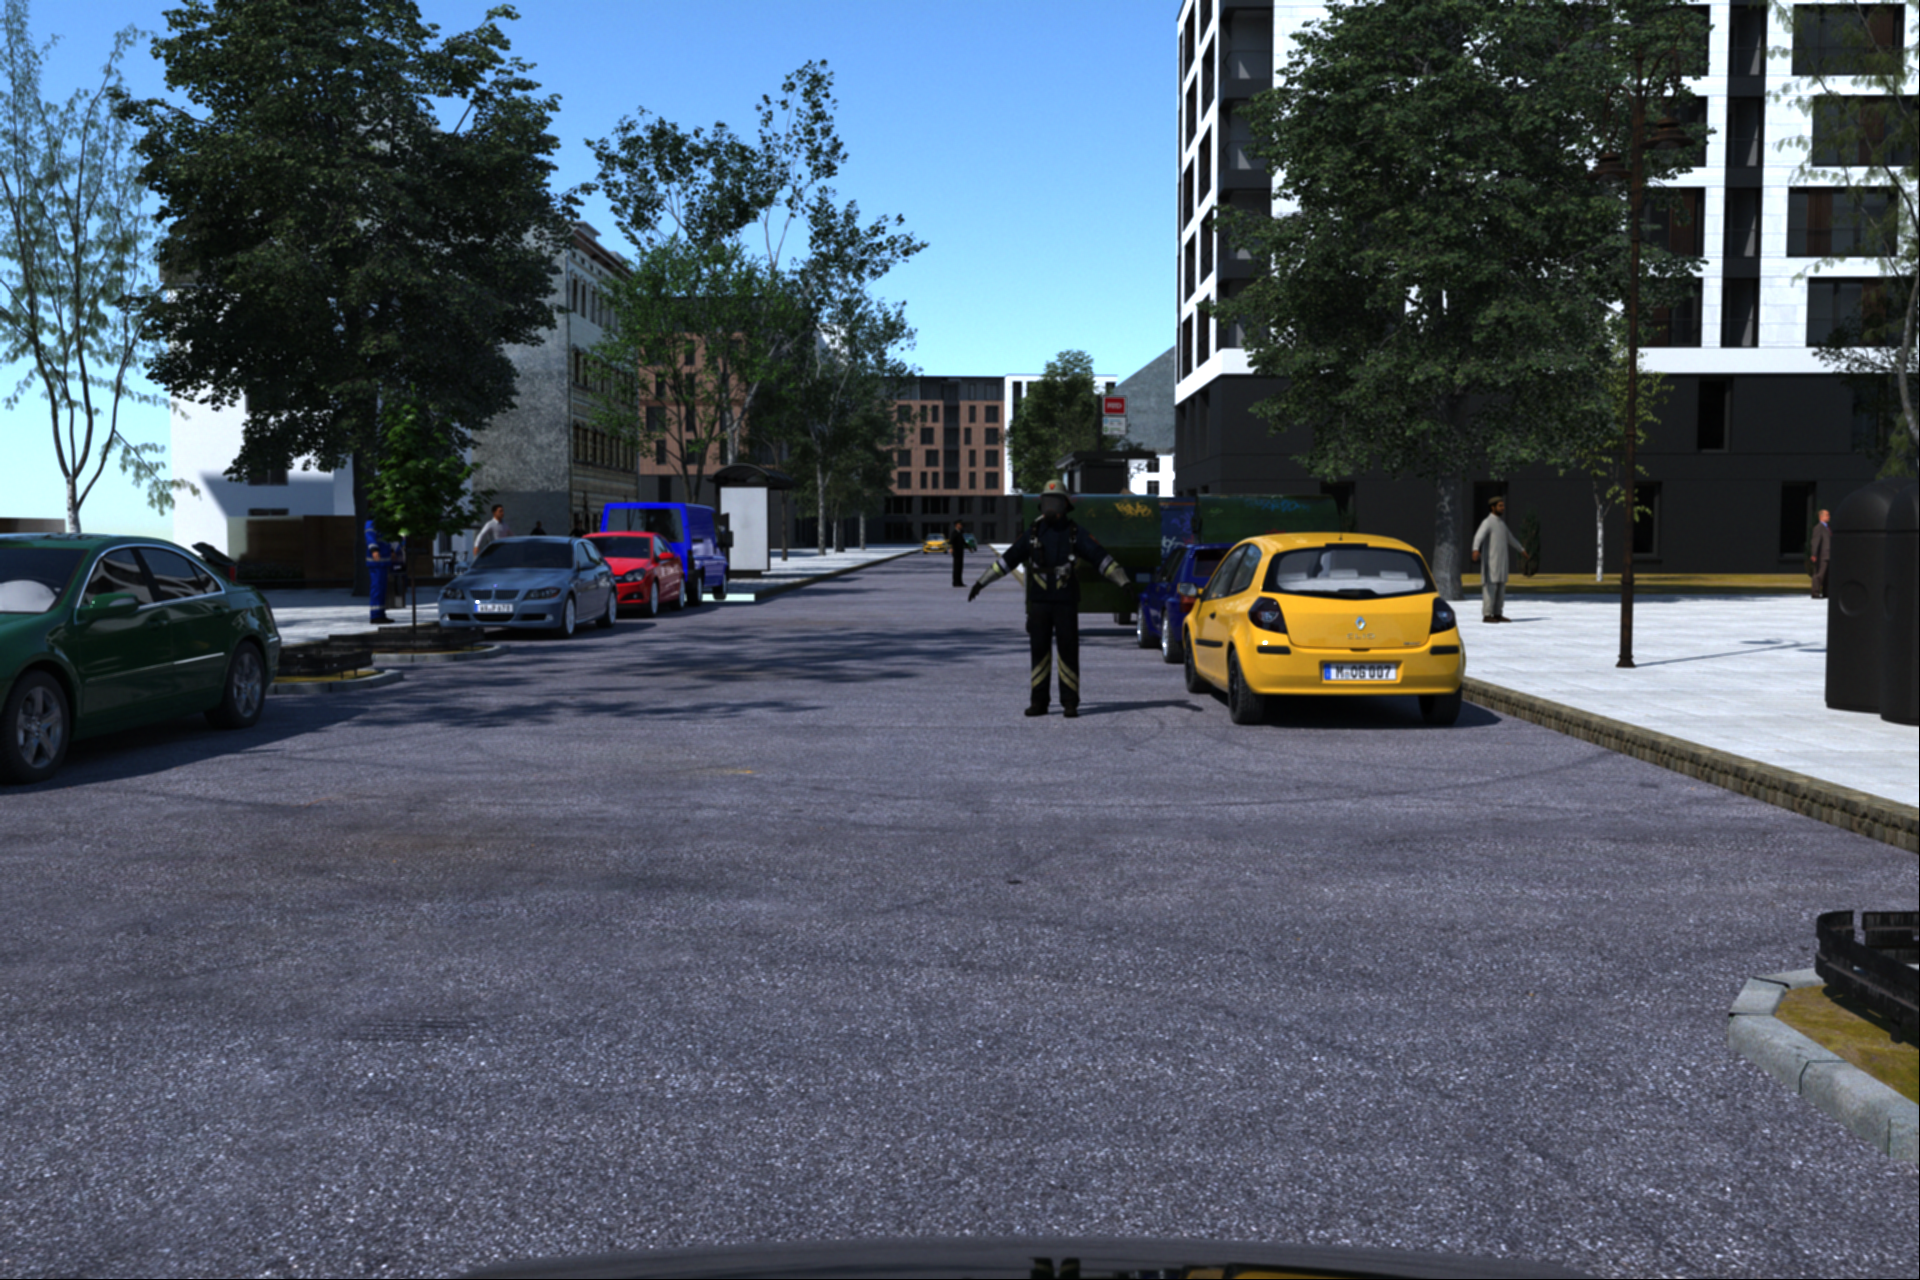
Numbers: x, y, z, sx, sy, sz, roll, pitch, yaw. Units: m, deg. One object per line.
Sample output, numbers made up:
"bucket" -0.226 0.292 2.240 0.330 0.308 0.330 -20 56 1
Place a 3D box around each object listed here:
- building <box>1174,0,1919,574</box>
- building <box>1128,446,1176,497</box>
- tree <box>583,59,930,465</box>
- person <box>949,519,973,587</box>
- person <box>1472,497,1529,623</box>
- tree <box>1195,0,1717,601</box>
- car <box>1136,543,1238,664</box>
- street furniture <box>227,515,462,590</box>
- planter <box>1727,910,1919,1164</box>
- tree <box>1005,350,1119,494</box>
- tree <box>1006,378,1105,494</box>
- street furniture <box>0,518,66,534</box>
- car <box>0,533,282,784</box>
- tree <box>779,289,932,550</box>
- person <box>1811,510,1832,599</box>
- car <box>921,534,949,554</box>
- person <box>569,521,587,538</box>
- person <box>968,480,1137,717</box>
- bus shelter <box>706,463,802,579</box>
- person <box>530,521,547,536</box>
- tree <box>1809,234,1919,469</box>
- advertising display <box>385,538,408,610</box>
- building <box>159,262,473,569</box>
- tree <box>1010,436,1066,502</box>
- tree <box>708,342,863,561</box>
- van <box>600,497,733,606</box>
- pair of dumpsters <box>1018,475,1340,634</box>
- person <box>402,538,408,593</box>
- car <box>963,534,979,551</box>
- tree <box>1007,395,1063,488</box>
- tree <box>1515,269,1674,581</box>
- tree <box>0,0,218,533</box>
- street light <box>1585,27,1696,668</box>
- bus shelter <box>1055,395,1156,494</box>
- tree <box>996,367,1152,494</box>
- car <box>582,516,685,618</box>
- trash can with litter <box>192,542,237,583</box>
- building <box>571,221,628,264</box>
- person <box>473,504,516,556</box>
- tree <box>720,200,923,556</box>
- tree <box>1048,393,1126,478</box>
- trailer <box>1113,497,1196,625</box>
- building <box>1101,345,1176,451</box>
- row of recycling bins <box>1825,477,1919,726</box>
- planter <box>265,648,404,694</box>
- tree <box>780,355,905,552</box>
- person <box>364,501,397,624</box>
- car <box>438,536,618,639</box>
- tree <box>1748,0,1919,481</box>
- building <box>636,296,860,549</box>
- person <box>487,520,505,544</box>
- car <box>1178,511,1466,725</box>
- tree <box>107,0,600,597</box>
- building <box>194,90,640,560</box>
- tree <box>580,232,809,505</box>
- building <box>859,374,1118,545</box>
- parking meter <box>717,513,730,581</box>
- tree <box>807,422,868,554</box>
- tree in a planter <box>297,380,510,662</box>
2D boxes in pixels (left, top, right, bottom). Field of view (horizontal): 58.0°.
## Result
"building" 22.584 -13.898 71.202 27.936 21.610 32.646 0 4 1
"building" 21.181 -13.868 168.889 9.099 9.664 28.070 0 3 0
"tree" -7.990 -13.025 68.851 12.611 20.169 13.585 0 3 0
"person" -0.023 -2.362 47.012 0.705 1.837 1.347 2 4 26
"person" 7.786 -1.164 25.120 1.344 1.819 0.704 -3 5 -40
"tree" 9.298 -7.731 33.060 9.857 13.997 8.962 0 3 0
"car" 3.108 -0.485 20.515 1.945 1.354 3.894 0 4 -1
"street furniture" -17.123 -2.305 44.549 11.010 1.723 9.812 -3 5 -42
"planter" 3.138 1.021 4.447 1.991 0.319 1.994 0 4 1
"tree" 6.540 -11.556 107.063 7.486 12.596 7.792 0 3 0
"tree" 6.616 -11.638 116.031 9.928 11.665 9.643 0 3 0
"street furniture" -27.149 -2.450 46.911 11.010 1.723 9.812 0 4 -7
"car" -6.178 0.022 11.441 2.131 1.459 4.920 0 4 1
"tree" -8.521 -17.180 136.780 12.611 20.169 13.585 0 3 0
"person" 17.192 -1.699 34.368 0.990 1.755 0.434 -2 4 -33
"car" -1.748 -6.969 124.169 2.015 1.641 3.980 0 4 1
"person" -15.244 -3.867 69.413 0.705 1.806 1.347 3 5 42
"person" 0.738 -0.329 13.619 1.354 1.856 0.705 1 4 17
"bus shelter" -6.128 -3.562 52.159 2.014 3.302 5.546 0 4 3
"person" -16.875 -3.871 69.512 0.704 1.802 1.346 2 4 31
"tree" 28.740 -6.981 48.554 8.767 10.594 7.601 1 4 13
"advertising display" -9.688 -1.496 29.675 0.123 1.923 0.974 0 4 1
"building" -23.768 -7.677 67.665 9.099 9.664 28.070 0 4 1
"tree" 7.689 -12.606 140.526 7.601 10.594 8.767 -1 4 -13
"tree" -8.238 -9.097 83.147 8.767 10.594 7.601 2 4 27
"van" -6.055 -1.932 35.966 2.240 2.365 5.245 0 4 1
"pair of dumpsters" 3.044 -1.194 24.470 4.436 2.255 1.574 0 4 0
"person" -12.281 -1.965 37.990 0.705 1.847 1.347 -1 4 -13
"car" 0.497 -8.077 143.860 2.131 1.459 4.920 0 4 0
"tree" 6.931 -12.198 125.191 9.928 11.665 9.643 0 3 0
"tree" 17.207 -5.887 46.610 4.737 8.622 4.395 0 3 0
"tree" -11.951 -4.463 23.335 4.360 8.622 3.978 0 3 0
"street light" 6.412 -2.674 16.506 0.468 5.910 1.993 0 4 0
"bus shelter" 3.815 -4.294 47.843 2.179 5.291 8.768 0 4 -1
"tree" 6.451 -9.896 96.213 8.767 10.594 7.601 -1 4 -10
"car" -6.099 -1.344 31.013 2.155 1.783 4.494 0 4 1
"trash can with litter" -9.880 -0.742 23.514 1.055 1.170 0.624 0 4 1
"building" -27.567 -15.268 106.051 16.016 20.090 11.380 0 3 0
"person" -8.257 -1.524 31.069 0.704 1.810 1.344 2 4 31
"tree" -8.098 -14.940 100.153 12.611 20.169 13.585 0 3 0
"tree" 6.492 -8.509 89.488 4.360 8.622 3.978 0 3 0
"trailer" 3.199 -1.305 28.390 1.471 1.999 3.904 0 4 0
"building" 25.484 -22.425 197.581 19.493 23.208 18.063 0 4 1
"row of recycling bins" 6.753 -0.253 11.254 1.069 1.692 3.534 0 4 1
"planter" -6.445 0.285 16.484 1.991 0.319 1.994 0 4 0
"tree" -8.507 -13.150 121.652 9.857 13.997 8.962 0 3 0
"person" -8.315 -1.154 24.841 0.704 1.831 1.345 -1 4 -8
"car" -6.180 -0.808 25.217 2.014 1.417 4.499 0 4 1
"tree" 8.737 -4.007 15.880 4.360 8.622 3.978 0 3 0
"building" -24.732 -19.653 165.294 27.936 21.610 32.646 0 4 1
"person" -17.060 -3.578 64.627 1.347 1.817 0.704 1 4 11
"car" 2.894 -0.259 14.452 2.015 1.641 3.980 0 3 0
"tree" -12.194 -7.869 35.321 9.857 13.997 8.962 0 3 0
"building" -28.502 -16.106 94.269 19.493 23.208 18.063 0 3 0
"tree" -9.073 -8.133 58.736 9.928 11.665 9.643 0 3 0
"building" 2.559 -23.669 233.418 32.646 21.610 27.936 0 4 -5
"parking meter" -6.555 -2.566 47.667 0.399 1.863 0.255 0 4 1
"tree" -8.203 -9.889 112.048 4.360 8.622 3.978 0 3 0
"tree in a planter" -6.407 -1.408 20.236 1.991 3.239 1.994 0 4 2
